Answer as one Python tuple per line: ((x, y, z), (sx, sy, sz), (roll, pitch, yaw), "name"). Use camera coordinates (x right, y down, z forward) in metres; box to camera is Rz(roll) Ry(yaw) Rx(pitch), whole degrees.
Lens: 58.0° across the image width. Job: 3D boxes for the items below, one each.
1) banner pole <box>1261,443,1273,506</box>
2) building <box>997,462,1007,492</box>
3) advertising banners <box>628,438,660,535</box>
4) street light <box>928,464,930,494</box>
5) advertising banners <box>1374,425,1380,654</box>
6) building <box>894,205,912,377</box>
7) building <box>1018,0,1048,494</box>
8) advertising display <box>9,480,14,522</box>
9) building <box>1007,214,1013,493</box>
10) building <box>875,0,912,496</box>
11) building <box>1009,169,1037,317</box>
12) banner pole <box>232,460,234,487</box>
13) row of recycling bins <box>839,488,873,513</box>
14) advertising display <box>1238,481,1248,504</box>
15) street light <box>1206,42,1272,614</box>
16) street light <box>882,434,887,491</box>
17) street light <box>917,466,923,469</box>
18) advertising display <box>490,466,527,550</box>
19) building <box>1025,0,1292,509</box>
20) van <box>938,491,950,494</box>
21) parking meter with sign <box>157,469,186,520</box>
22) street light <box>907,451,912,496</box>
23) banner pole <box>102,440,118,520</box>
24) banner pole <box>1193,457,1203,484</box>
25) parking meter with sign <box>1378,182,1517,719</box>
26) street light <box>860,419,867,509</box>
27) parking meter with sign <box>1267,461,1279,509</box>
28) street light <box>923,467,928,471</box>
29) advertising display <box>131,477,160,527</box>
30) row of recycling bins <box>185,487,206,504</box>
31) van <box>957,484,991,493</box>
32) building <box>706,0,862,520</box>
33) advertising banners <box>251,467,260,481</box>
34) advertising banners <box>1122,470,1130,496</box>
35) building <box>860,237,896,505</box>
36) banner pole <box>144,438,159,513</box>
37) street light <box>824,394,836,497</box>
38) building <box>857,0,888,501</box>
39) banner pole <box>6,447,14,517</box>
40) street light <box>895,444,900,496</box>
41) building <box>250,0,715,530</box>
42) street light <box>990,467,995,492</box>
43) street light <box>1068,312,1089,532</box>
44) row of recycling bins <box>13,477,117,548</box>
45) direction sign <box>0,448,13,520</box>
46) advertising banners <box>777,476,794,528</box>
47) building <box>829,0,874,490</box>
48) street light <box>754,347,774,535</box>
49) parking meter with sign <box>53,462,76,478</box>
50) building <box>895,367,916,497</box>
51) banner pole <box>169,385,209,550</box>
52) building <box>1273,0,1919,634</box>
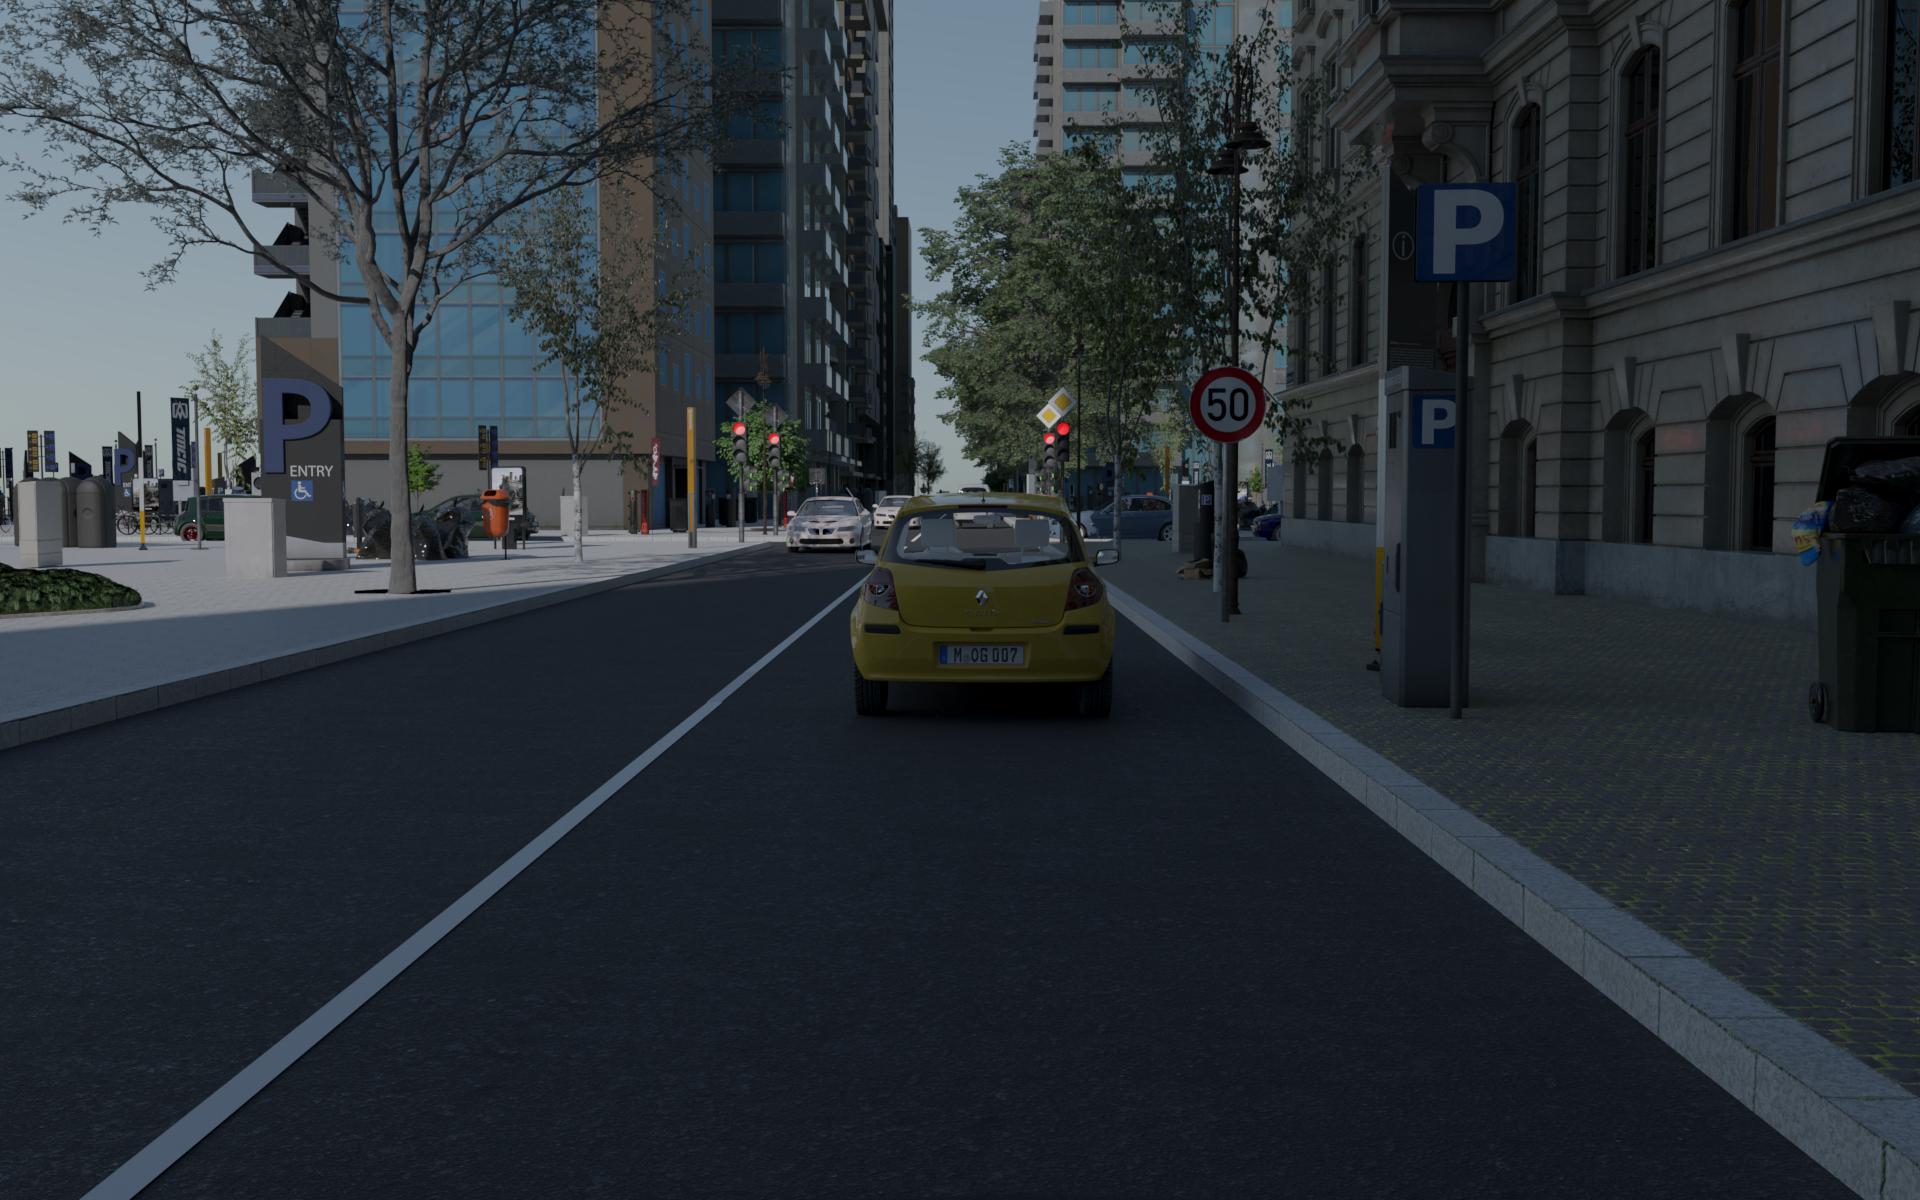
((15.005, -5.805, 84.935), (0.401, 3.779, 0.863), (-3, 5, -43), "banner pole")
((12.944, -31.157, 281.121), (14.160, 30.474, 14.107), (0, 4, 0), "building")
((-9.950, -3.570, 54.560), (0.090, 3.025, 2.074), (-3, 4, -38), "advertising banners")
((-4.828, -17.887, 265.241), (0.468, 5.910, 1.993), (0, 4, 0), "street light")
((3.480, -1.108, 14.305), (0.090, 3.025, 2.074), (1, 4, 14), "advertising banners")
((-14.690, -37.998, 271.371), (14.600, 45.320, 14.200), (0, 4, 0), "building")
((17.441, -53.379, 185.411), (22.319, 86.520, 31.000), (0, 4, 0), "building")
((-44.249, -4.622, 80.787), (0.123, 1.923, 0.974), (-2, 4, -25), "advertising display")
((13.746, -34.688, 250.748), (14.154, 41.232, 14.086), (0, 4, 0), "building")
((-16.725, -48.060, 224.031), (20.563, 71.187, 20.611), (0, 4, 0), "building")
((17.471, -35.134, 229.071), (22.147, 44.769, 28.867), (0, 4, 0), "building")
((-53.564, -8.418, 127.659), (0.401, 3.779, 0.863), (-1, 4, -19), "banner pole")
((-7.596, -6.745, 117.398), (3.534, 1.692, 1.069), (1, 4, 13), "row of recycling bins")
((14.141, -5.045, 87.703), (0.974, 1.923, 0.123), (3, 4, 38), "advertising display")
((2.920, -2.787, 18.354), (0.468, 5.910, 1.993), (0, 4, 0), "street light")
((-5.631, -9.639, 130.380), (0.468, 5.910, 1.993), (0, 4, 0), "street light")
((-5.176, -14.725, 213.533), (0.468, 5.910, 1.993), (0, 4, 0), "street light")
((-10.443, -2.133, 40.089), (0.974, 1.923, 0.123), (2, 4, 26), "advertising display")
((17.914, -32.800, 155.881), (23.786, 49.044, 30.456), (0, 4, 0), "building")
((-1.846, -12.027, 203.656), (2.013, 2.044, 4.112), (0, 4, -1), "van")
((-39.162, -5.459, 85.512), (1.738, 3.016, 0.543), (0, 4, -7), "parking meter with sign")
((-5.331, -12.801, 182.088), (0.468, 5.910, 1.993), (0, 4, 0), "street light")
((-39.015, -5.483, 79.671), (0.401, 3.779, 0.863), (3, 5, 43), "banner pole")
((15.942, -7.696, 115.847), (0.863, 3.779, 0.401), (-1, 4, -16), "banner pole")
((2.896, -0.879, 10.635), (0.543, 3.016, 1.738), (0, 4, 4), "parking meter with sign")
((-5.934, -8.199, 106.835), (0.468, 5.910, 1.993), (0, 4, 0), "street light")
((16.785, -5.914, 92.961), (0.543, 3.016, 1.738), (1, 4, 21), "parking meter with sign")
((-4.998, -16.306, 239.387), (0.468, 5.910, 1.993), (0, 4, 0), "street light")
((-31.485, -3.776, 66.959), (0.974, 1.923, 0.123), (-2, 4, -34), "advertising display")
((-42.187, -5.408, 95.533), (1.069, 1.692, 3.534), (-3, 4, -37), "row of recycling bins")
((0.617, -4.012, 72.605), (2.013, 2.044, 4.112), (0, 4, 2), "van")
((-18.085, -29.284, 98.399), (23.786, 49.044, 30.456), (0, 4, 0), "building")
((-45.705, -6.986, 110.416), (2.074, 3.025, 0.090), (-1, 4, -18), "advertising banners")
((11.866, -7.816, 123.982), (0.090, 3.025, 2.074), (-1, 4, -9), "advertising banners")
((-14.555, -25.773, 193.092), (14.160, 30.474, 14.107), (0, 4, 0), "building")
((-36.147, -5.353, 77.531), (0.401, 3.779, 0.863), (1, 4, 23), "banner pole")
((-6.034, -6.575, 80.290), (0.468, 5.910, 1.993), (0, 4, 0), "street light")
((-21.960, -35.611, 171.480), (28.713, 52.752, 27.495), (0, 4, 0), "building")
((-50.849, -6.282, 92.728), (0.863, 3.779, 0.401), (2, 4, 30), "banner pole")
((-5.591, -11.220, 156.235), (0.468, 5.910, 1.993), (0, 4, 0), "street light")
((-17.521, -25.473, 66.598), (14.600, 45.320, 14.200), (0, 4, 0), "building")
((4.261, -16.049, 235.181), (0.468, 5.910, 1.993), (0, 4, 0), "street light")
((3.036, -4.368, 44.208), (0.468, 5.910, 1.993), (0, 4, 0), "street light")
((-21.746, -2.133, 41.989), (3.534, 1.692, 1.069), (2, 4, 33), "row of recycling bins")
((-46.601, -5.652, 84.410), (0.379, 3.537, 0.876), (3, 4, 37), "direction sign")
((-6.653, -4.273, 66.058), (0.090, 3.025, 2.074), (-2, 4, -25), "advertising banners")
((-18.671, -29.905, 143.574), (22.147, 44.769, 28.867), (0, 4, 0), "building")
((-6.147, -4.994, 54.436), (0.468, 5.910, 1.993), (0, 4, 0), "street light")
((-49.037, -6.021, 94.708), (1.738, 3.016, 0.543), (2, 4, 30), "parking meter with sign")
((-20.724, -24.807, 250.625), (27.650, 21.520, 28.899), (0, 4, 0), "building")
((-17.695, -3.039, 39.712), (0.401, 3.779, 0.863), (2, 4, 34), "banner pole")
((13.098, -12.640, 25.743), (14.460, 24.649, 34.723), (0, 4, 0), "building")
